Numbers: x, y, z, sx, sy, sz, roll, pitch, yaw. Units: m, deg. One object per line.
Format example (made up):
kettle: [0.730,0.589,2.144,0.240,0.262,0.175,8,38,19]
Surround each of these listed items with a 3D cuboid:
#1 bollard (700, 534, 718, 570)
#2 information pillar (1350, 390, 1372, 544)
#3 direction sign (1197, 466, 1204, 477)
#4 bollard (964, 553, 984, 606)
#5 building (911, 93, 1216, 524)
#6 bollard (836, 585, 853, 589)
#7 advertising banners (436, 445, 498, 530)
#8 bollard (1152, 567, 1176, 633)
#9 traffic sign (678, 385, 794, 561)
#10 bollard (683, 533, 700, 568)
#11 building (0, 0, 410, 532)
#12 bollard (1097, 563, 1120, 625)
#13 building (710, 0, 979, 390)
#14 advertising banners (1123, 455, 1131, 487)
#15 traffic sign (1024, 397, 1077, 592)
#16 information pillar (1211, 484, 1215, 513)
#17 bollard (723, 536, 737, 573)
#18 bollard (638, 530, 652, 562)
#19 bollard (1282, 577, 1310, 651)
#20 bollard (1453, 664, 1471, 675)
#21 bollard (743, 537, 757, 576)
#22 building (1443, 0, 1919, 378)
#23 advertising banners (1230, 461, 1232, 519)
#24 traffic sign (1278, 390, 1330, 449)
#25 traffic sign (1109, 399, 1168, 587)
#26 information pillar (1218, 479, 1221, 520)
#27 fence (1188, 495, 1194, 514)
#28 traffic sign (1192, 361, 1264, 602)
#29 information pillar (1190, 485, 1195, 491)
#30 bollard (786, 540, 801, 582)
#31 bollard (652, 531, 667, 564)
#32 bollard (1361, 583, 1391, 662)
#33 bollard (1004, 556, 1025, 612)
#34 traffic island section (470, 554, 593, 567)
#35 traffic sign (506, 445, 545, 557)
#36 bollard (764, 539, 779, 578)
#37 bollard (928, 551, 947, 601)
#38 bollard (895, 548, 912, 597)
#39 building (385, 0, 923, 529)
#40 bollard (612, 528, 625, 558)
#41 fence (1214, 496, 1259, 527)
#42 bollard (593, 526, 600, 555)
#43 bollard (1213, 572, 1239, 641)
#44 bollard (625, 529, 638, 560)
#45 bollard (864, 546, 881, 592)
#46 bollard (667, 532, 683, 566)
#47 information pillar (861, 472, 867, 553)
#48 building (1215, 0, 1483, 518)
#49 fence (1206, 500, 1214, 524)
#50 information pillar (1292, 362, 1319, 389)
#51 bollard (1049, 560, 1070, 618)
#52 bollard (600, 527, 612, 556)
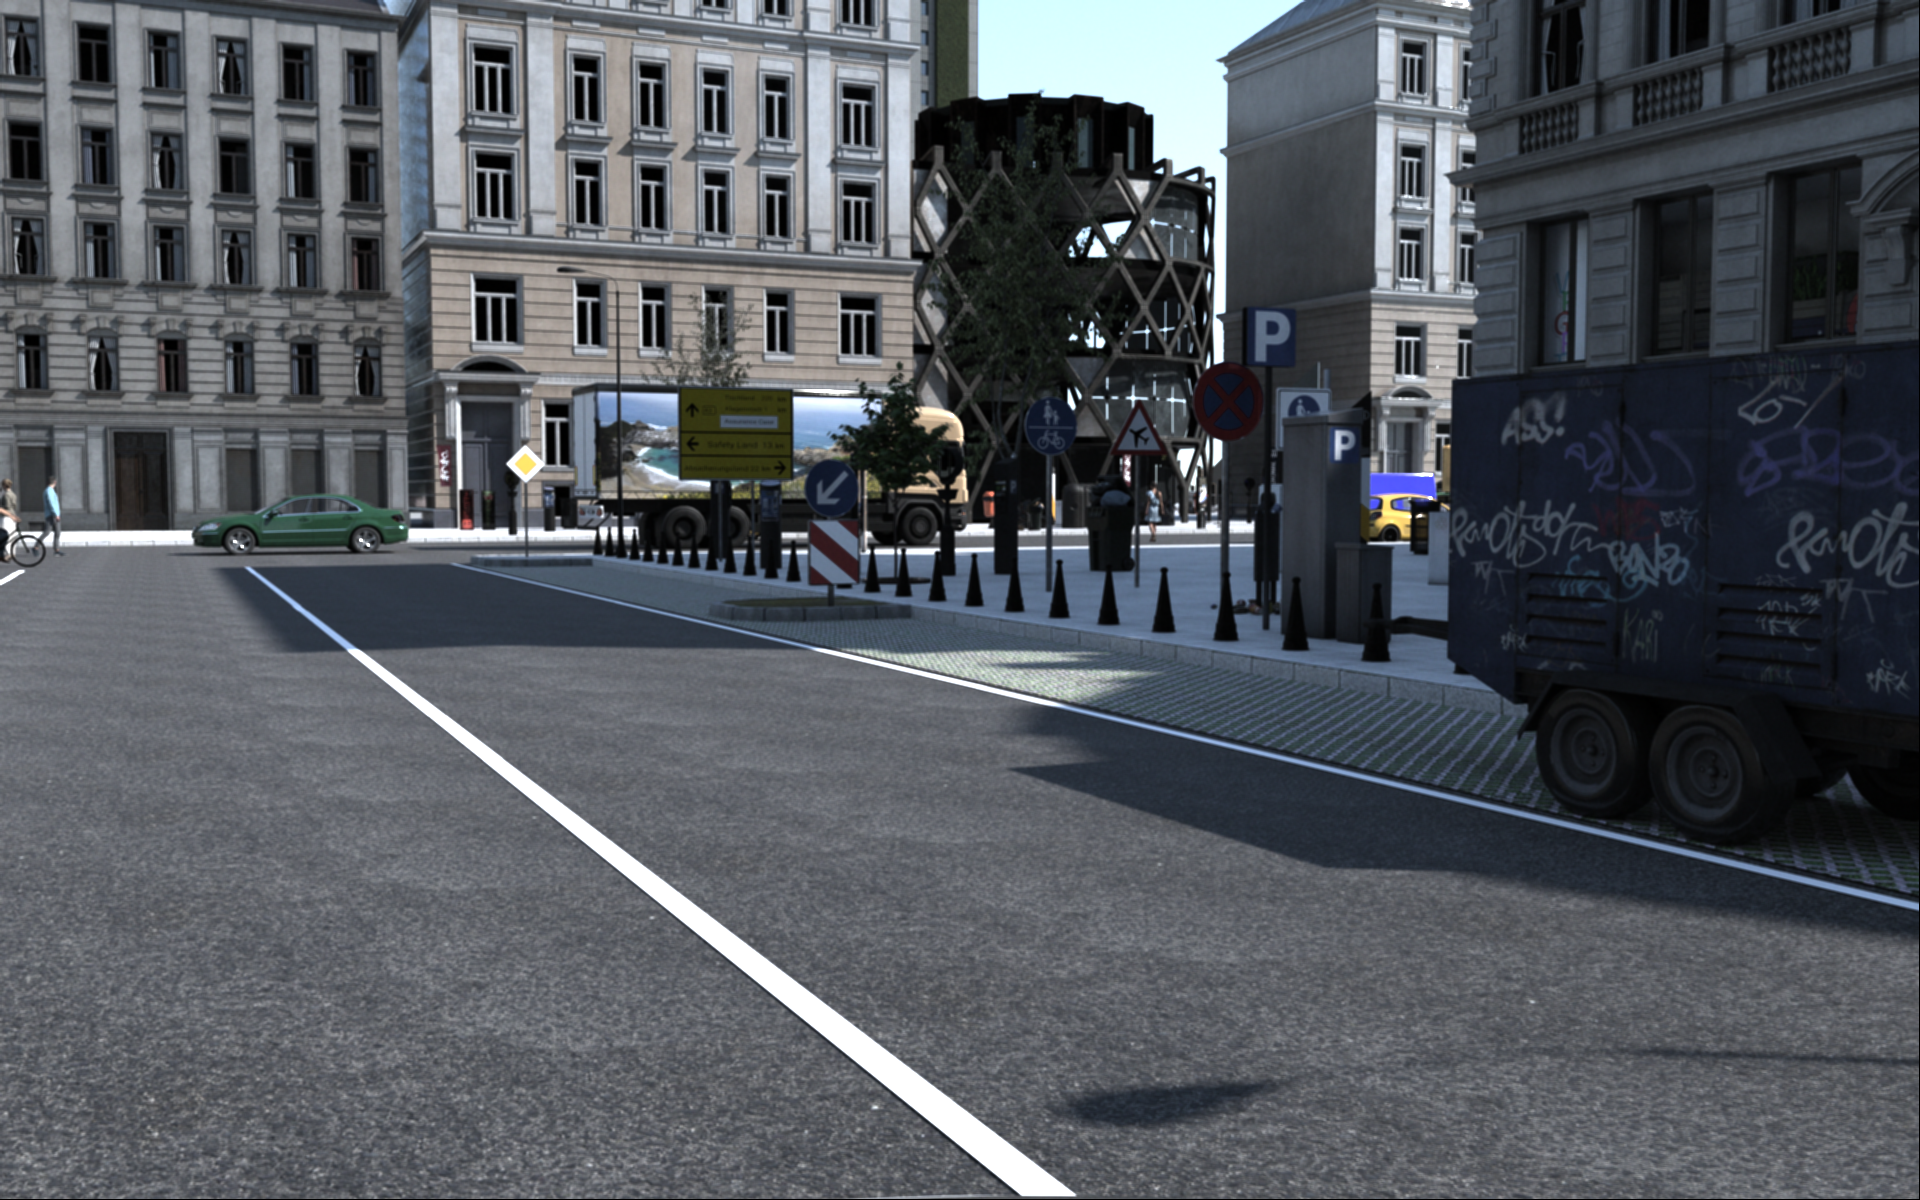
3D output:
bollard: [-4.188,-0.805,29.198,0.229,0.601,0.229,0,3,0]
information pillar: [9.084,-2.932,39.296,0.504,3.616,0.183,0,4,6]
direction sign: [19.152,-8.878,137.156,0.876,3.537,0.379,2,4,34]
bollard: [0.165,-0.233,19.856,0.229,0.601,0.229,0,3,0]
building: [3.064,-13.117,81.911,16.811,18.784,16.820,-2,4,-25]
bollard: [-1.576,-0.462,23.594,0.229,0.601,0.229,0,3,0]
advertising banners: [-17.542,-4.003,61.640,2.074,3.025,0.090,-1,4,-15]
bollard: [1.899,-0.005,16.122,0.229,0.601,0.229,0,3,0]
traffic sign: [-4.254,-2.391,32.964,2.265,3.308,0.079,-2,4,-24]
bollard: [-4.628,-0.863,30.151,0.229,0.601,0.229,0,3,0]
building: [-30.302,-13.118,63.628,18.267,20.994,9.793,-2,4,-25]
bollard: [1.466,-0.062,17.053,0.229,0.601,0.229,0,3,0]
building: [-14.440,-39.198,182.880,28.212,58.520,21.231,-2,4,-25]
advertising banners: [5.578,-4.101,63.236,2.074,3.025,0.090,-3,5,-39]
traffic sign: [1.172,-1.384,22.727,0.768,2.556,0.104,-2,4,-24]
information pillar: [17.598,-7.094,120.484,0.304,2.012,0.304,0,4,1]
bollard: [-3.753,-0.748,28.267,0.229,0.601,0.229,0,3,0]
bollard: [-5.935,-1.035,32.956,0.229,0.601,0.229,0,3,0]
bollard: [2.766,0.109,14.260,0.229,0.601,0.229,0,3,0]
bollard: [3.647,0.224,12.374,0.229,0.601,0.229,0,3,0]
bollard: [-3.318,-0.691,27.337,0.229,0.601,0.229,0,3,0]
building: [17.111,-11.894,23.352,11.050,23.489,19.941,-2,4,-25]
advertising banners: [14.190,-5.786,90.787,0.090,3.025,2.074,0,4,8]
traffic sign: [3.312,-0.899,16.822,0.606,2.300,0.079,-1,4,-21]
traffic sign: [2.433,-1.452,23.752,0.884,2.594,0.081,-1,4,-21]
information pillar: [13.025,-4.991,86.101,0.304,2.012,0.304,3,4,38]
fence: [14.644,-6.047,110.066,0.480,1.192,2.264,0,4,-3]
traffic sign: [2.567,-1.018,16.746,0.768,2.556,0.104,-1,4,-19]
information pillar: [19.191,-8.458,142.785,0.304,2.012,0.304,2,4,30]
bollard: [-2.447,-0.576,25.455,0.229,0.601,0.229,0,3,0]
bollard: [-5.496,-0.977,32.014,0.229,0.601,0.229,0,3,0]
bollard: [3.204,0.166,13.322,0.229,0.601,0.229,0,3,0]
bollard: [0.598,-0.176,18.925,0.229,0.601,0.229,0,3,0]
traffic island section: [-8.796,-0.793,35.253,2.009,0.180,2.903,-2,4,-25]
traffic sign: [-8.814,-1.928,35.166,0.795,2.450,0.064,-2,4,-25]
bollard: [-2.878,-0.634,26.402,0.229,0.601,0.229,0,3,0]
bollard: [-0.271,-0.291,20.793,0.229,0.601,0.229,0,3,0]
bollard: [-0.708,-0.347,21.723,0.229,0.601,0.229,0,3,0]
building: [-13.284,-17.559,72.988,20.117,28.700,13.634,-2,4,-25]
bollard: [-6.803,-1.148,34.818,0.229,0.601,0.229,0,3,0]
fence: [11.038,-3.395,66.707,2.264,1.192,0.480,0,4,5]
bollard: [-7.668,-1.262,36.681,0.229,0.601,0.229,0,3,0]
bollard: [2.336,0.052,15.192,0.229,0.601,0.229,0,3,0]
bollard: [-6.366,-1.092,33.888,0.229,0.601,0.229,0,3,0]
bollard: [-1.147,-0.405,22.662,0.229,0.601,0.229,0,3,0]
bollard: [-5.062,-0.920,31.082,0.229,0.601,0.229,0,3,0]
information pillar: [-2.210,-2.052,38.038,0.304,2.012,0.304,0,4,4]
building: [25.602,-18.672,91.197,20.117,28.700,13.634,-2,4,-25]
fence: [10.806,-3.860,74.312,0.480,1.192,2.264,0,4,-7]
information pillar: [6.174,-2.422,30.961,0.504,3.616,0.183,2,4,24]
bollard: [1.033,-0.119,17.994,0.229,0.601,0.229,0,3,0]
bollard: [-7.234,-1.205,35.750,0.229,0.601,0.229,0,3,0]
